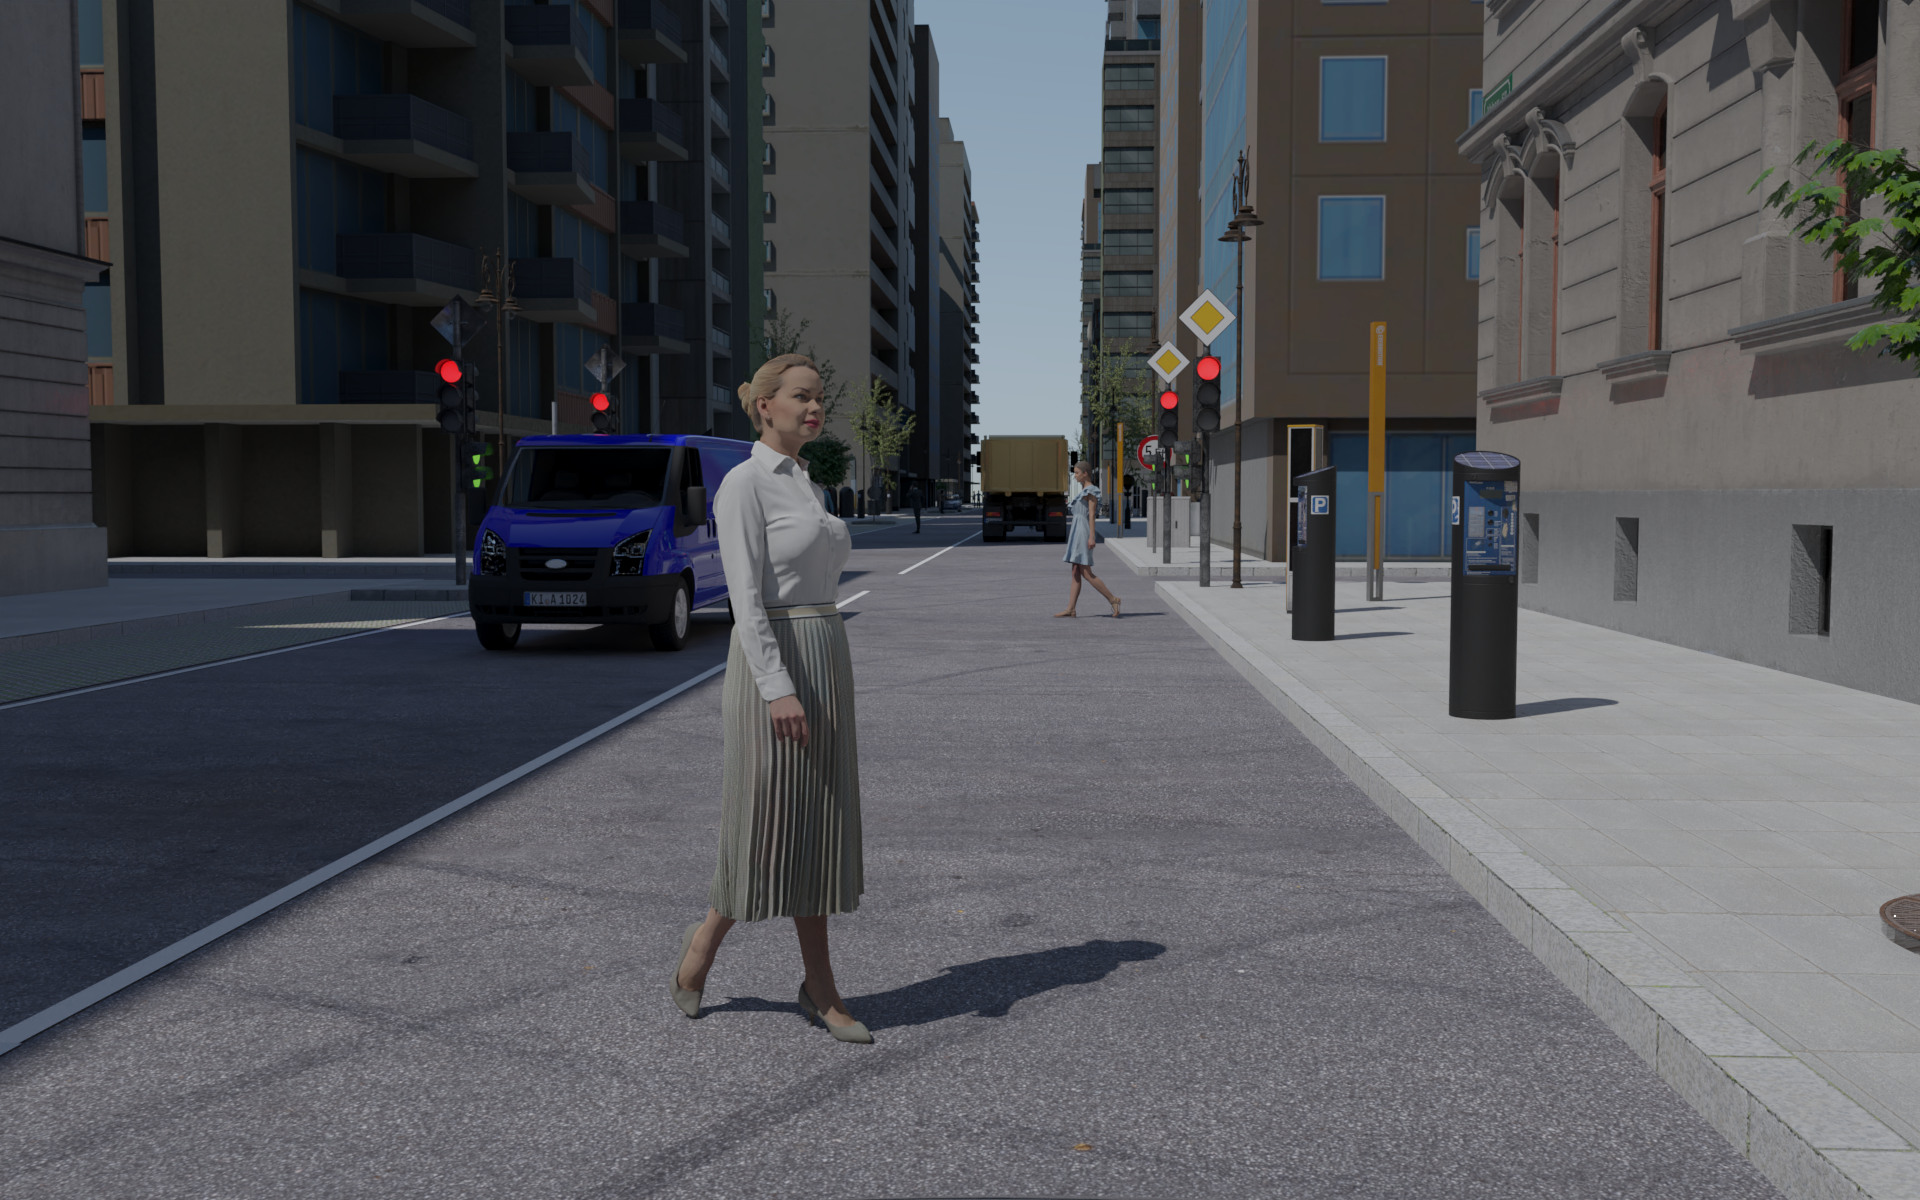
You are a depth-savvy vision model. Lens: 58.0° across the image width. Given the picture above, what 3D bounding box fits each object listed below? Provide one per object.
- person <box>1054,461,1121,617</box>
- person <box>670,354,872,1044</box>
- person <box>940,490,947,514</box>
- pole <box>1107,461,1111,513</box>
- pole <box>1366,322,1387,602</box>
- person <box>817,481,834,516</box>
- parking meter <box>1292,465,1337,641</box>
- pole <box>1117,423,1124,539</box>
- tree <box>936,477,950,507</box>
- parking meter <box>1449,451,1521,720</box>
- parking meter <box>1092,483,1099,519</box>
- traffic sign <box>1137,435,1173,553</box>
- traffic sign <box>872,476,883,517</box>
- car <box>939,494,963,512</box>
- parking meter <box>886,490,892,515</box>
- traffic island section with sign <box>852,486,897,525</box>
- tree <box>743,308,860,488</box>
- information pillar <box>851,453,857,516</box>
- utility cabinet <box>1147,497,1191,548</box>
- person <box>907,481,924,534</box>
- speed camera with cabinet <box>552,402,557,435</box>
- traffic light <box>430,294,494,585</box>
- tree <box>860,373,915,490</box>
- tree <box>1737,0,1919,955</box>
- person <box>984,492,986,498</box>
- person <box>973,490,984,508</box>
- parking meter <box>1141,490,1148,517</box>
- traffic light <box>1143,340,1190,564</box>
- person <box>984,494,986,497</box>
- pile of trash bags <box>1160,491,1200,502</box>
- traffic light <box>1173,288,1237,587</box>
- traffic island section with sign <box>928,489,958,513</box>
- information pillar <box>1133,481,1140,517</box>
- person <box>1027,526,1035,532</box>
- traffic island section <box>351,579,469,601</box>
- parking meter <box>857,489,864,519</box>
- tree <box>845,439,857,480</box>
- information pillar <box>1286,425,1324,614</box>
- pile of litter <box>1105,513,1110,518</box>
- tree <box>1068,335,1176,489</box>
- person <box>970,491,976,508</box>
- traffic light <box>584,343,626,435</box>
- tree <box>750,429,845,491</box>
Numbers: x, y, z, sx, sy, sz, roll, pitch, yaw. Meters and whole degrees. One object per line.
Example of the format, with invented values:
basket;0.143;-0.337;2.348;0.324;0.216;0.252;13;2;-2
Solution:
person;1.476;-0.699;20.030;0.778;1.811;0.616;0;4;7
person;-0.518;0.252;4.604;0.641;1.798;0.478;3;4;37
person;-1.192;-7.015;123.908;0.721;1.735;1.217;1;4;20
pole;9.180;-6.885;106.413;0.158;3.312;0.155;0;3;0
pole;4.965;-1.639;20.645;0.158;3.312;0.155;0;3;0
person;-3.992;-2.545;50.130;0.660;1.820;0.620;-1;4;-10
parking meter;3.109;-0.416;15.207;0.372;1.533;0.369;0;3;0
pole;4.614;-3.425;49.846;0.158;3.312;0.155;0;3;0
tree;-2.093;-11.072;175.632;1.663;3.219;1.824;0;3;0
parking meter;3.018;-0.095;9.965;0.372;1.533;0.369;0;3;0
parking meter;7.009;-5.120;89.421;0.399;1.863;0.255;0;4;-4
traffic sign;4.212;-2.283;37.436;0.768;2.556;0.104;1;4;11
traffic sign;-4.692;-5.890;98.437;0.606;2.300;0.079;0;4;8
car;-0.759;-7.686;137.674;2.014;1.417;4.499;0;4;2
parking meter;-4.440;-6.088;107.942;0.372;1.533;0.369;0;3;0
traffic island section with sign;-4.019;-4.455;81.473;1.989;1.847;2.006;0;4;3
tree;-6.619;-7.191;67.941;4.737;8.622;4.395;0;3;0
information pillar;-6.109;-6.607;99.376;0.183;3.616;0.504;-2;4;-35
utility cabinet;5.011;-1.859;41.563;1.020;1.237;0.306;1;4;13
person;-1.632;-3.369;62.948;0.474;1.900;0.648;2;4;28
speed camera with cabinet;-8.488;-2.589;36.661;0.660;3.252;2.038;0;4;-4
traffic light;-7.033;-2.167;24.359;0.839;4.253;0.868;0;4;3
tree;-5.056;-9.461;105.045;4.737;8.622;4.395;0;3;0
tree;3.273;-0.617;4.688;1.663;3.219;1.824;0;3;0
person;3.218;-12.382;211.870;0.541;1.710;0.530;0;4;-7
person;1.936;-10.444;179.240;1.348;1.826;0.705;-1;4;-19
parking meter;10.271;-5.371;96.232;0.372;1.533;0.369;0;3;0
traffic light;3.793;-2.622;31.791;0.839;4.253;0.868;0;4;3
person;3.161;-11.749;200.696;1.348;1.812;0.705;-3;4;-37
pile of trash bags;7.248;-2.884;56.912;1.912;1.369;3.447;1;4;23
traffic light;3.364;-2.134;23.818;0.839;4.253;0.868;0;4;3
traffic island section with sign;-1.382;-7.441;130.295;1.989;1.847;2.006;0;4;3
information pillar;9.901;-5.669;97.180;0.304;2.012;0.304;3;4;38
person;2.649;-3.469;65.883;0.731;1.740;0.598;2;4;35
traffic island section;-7.073;-0.135;24.496;2.009;0.180;2.903;0;4;3
parking meter;-5.188;-5.021;90.509;0.372;1.533;0.369;0;3;0
tree;-6.748;-6.235;85.649;4.285;4.588;4.351;0;3;0
information pillar;3.689;-0.860;18.545;0.304;2.012;0.304;2;4;28
pile of litter;8.350;-4.885;93.836;1.176;0.858;1.719;2;4;30
tree;7.541;-7.915;79.772;4.737;8.622;4.395;0;3;0
person;1.339;-10.618;182.626;0.750;1.759;0.617;1;4;13
traffic light;-6.604;-2.655;32.332;0.839;4.253;0.868;0;4;3
tree;-7.526;-5.483;73.366;4.285;4.588;4.351;0;3;0
